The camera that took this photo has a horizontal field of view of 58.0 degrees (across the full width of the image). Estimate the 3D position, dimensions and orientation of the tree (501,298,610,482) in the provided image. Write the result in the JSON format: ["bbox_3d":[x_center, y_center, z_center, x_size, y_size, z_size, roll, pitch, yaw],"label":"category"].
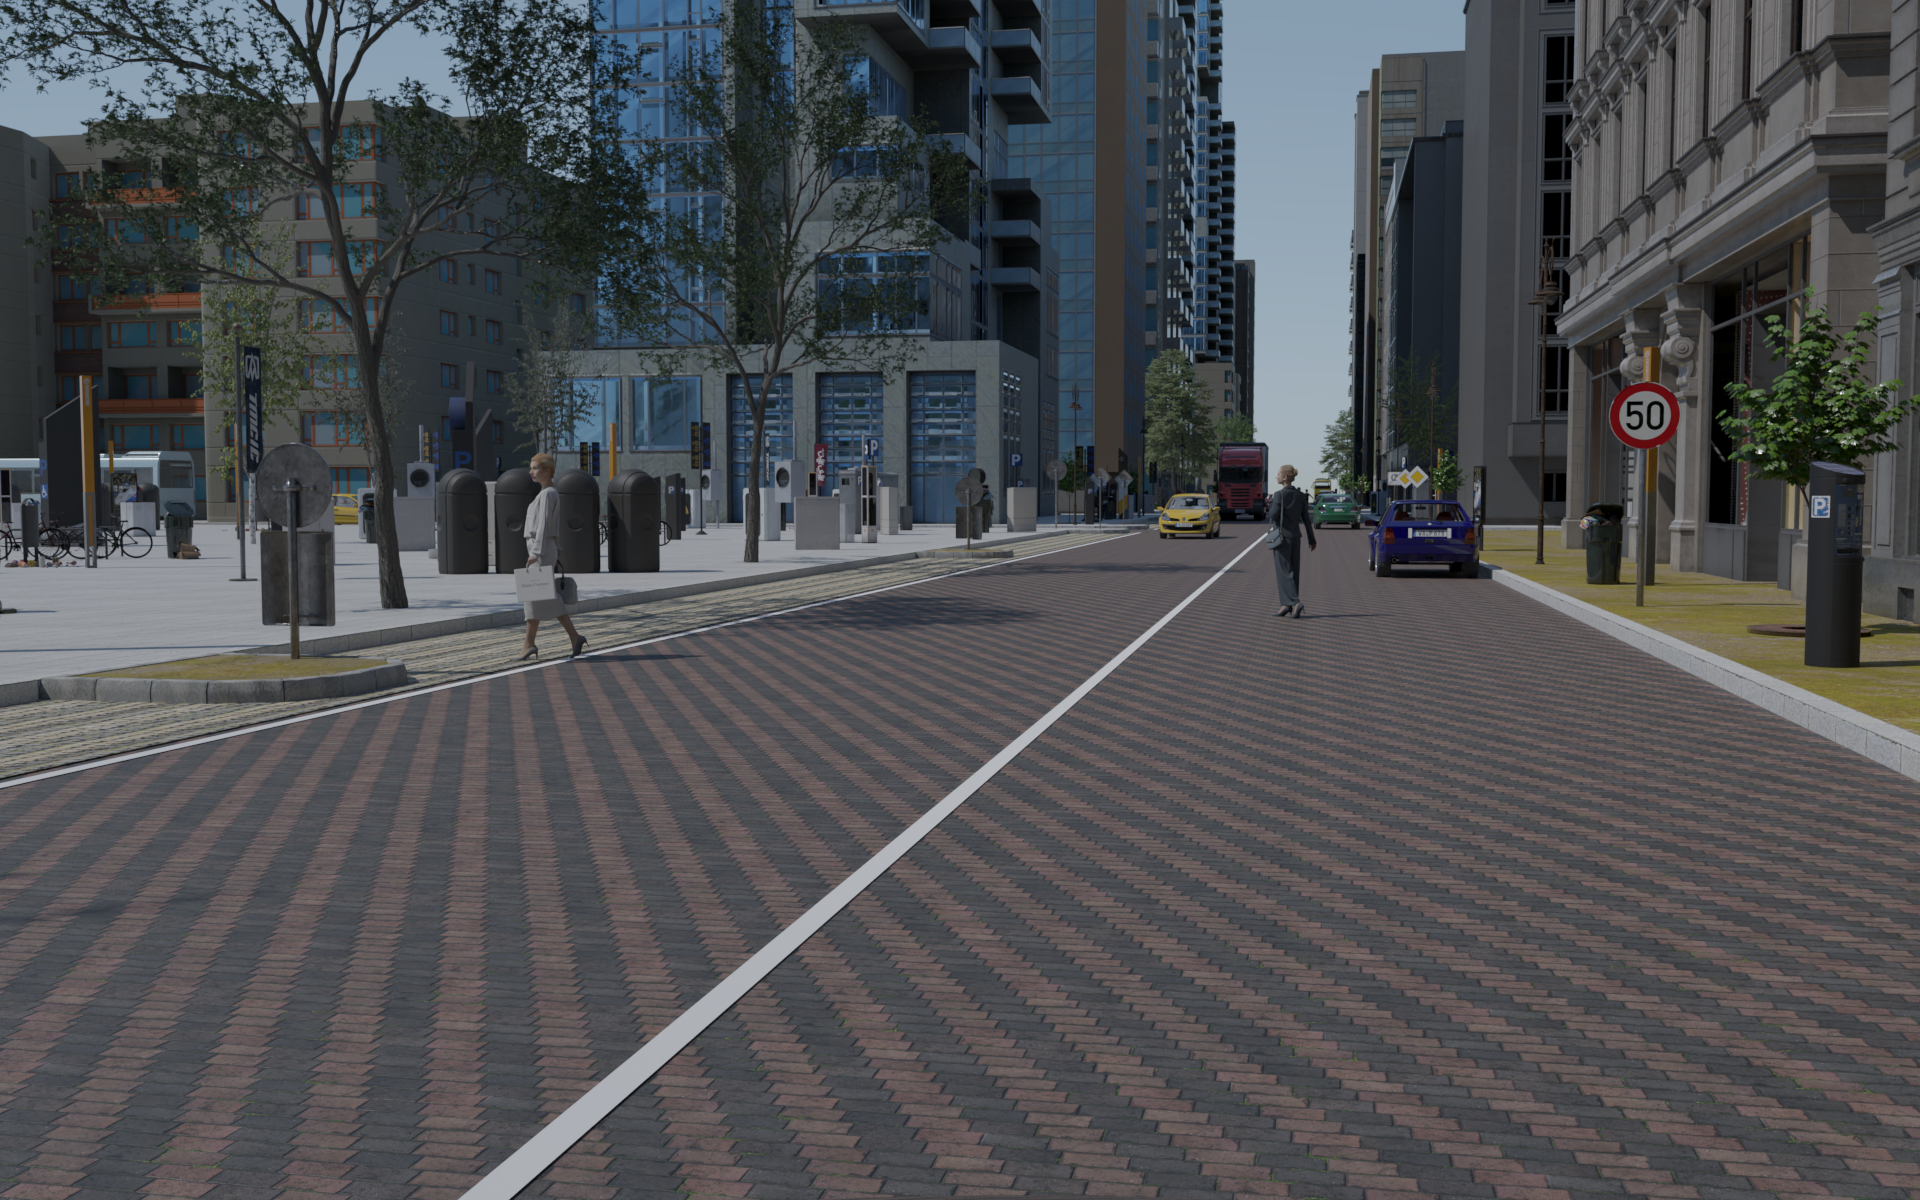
[{"bbox_3d":[-14.963,-6.916,63.433,4.360,8.622,3.978,0,3,0],"label":"tree"}]

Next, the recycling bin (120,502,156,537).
[{"bbox_3d":[-24.782,-2.427,52.235,0.722,1.027,0.722,2,4,34],"label":"recycling bin"}]

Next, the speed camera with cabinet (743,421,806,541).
[{"bbox_3d":[-5.065,-3.228,47.108,2.038,3.252,0.660,3,5,44],"label":"speed camera with cabinet"}]

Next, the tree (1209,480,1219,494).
[{"bbox_3d":[30.557,-12.802,203.905,1.663,3.219,1.824,0,3,0],"label":"tree"}]

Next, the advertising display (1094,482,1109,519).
[{"bbox_3d":[7.373,-5.237,90.839,0.974,1.923,0.123,3,5,43],"label":"advertising display"}]

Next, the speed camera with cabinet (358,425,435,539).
[{"bbox_3d":[-16.077,-3.368,49.402,2.038,3.252,0.660,-1,4,-8],"label":"speed camera with cabinet"}]

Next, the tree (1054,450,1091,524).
[{"bbox_3d":[4.863,-4.903,74.773,1.663,3.219,1.824,0,3,0],"label":"tree"}]

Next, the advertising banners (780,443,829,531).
[{"bbox_3d":[-5.546,-3.899,59.937,2.074,3.025,0.090,0,4,8],"label":"advertising banners"}]

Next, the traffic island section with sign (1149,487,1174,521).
[{"bbox_3d":[11.292,-5.198,93.607,1.989,1.847,2.006,1,4,11],"label":"traffic island section with sign"}]

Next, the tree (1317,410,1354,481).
[{"bbox_3d":[52.028,-19.260,233.019,7.486,12.596,7.792,0,3,0],"label":"tree"}]

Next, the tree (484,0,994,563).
[{"bbox_3d":[-3.867,-5.958,31.828,8.767,10.594,7.601,-1,4,-12],"label":"tree"}]

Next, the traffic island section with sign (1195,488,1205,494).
[{"bbox_3d":[16.682,-6.813,120.020,1.989,1.847,2.006,1,4,11],"label":"traffic island section with sign"}]

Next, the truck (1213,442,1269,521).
[{"bbox_3d":[15.738,-6.555,96.088,2.839,4.237,11.283,1,4,11],"label":"truck"}]

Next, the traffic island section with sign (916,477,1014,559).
[{"bbox_3d":[0.158,-1.866,39.138,1.989,1.847,2.006,1,4,11],"label":"traffic island section with sign"}]

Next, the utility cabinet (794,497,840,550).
[{"bbox_3d":[-3.292,-1.755,39.859,1.020,1.237,0.306,-1,4,-12],"label":"utility cabinet"}]

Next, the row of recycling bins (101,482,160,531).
[{"bbox_3d":[-29.415,-3.279,60.732,1.069,1.692,3.534,1,4,10],"label":"row of recycling bins"}]

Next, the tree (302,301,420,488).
[{"bbox_3d":[-22.310,-7.032,65.333,4.360,8.622,3.978,0,3,0],"label":"tree"}]

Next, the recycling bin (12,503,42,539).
[{"bbox_3d":[-26.465,-2.250,49.341,0.722,1.027,0.722,0,4,2],"label":"recycling bin"}]

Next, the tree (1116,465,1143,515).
[{"bbox_3d":[10.491,-6.775,105.371,1.663,3.219,1.824,0,3,0],"label":"tree"}]

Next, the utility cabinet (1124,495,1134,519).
[{"bbox_3d":[8.669,-4.786,89.409,0.306,1.237,1.020,-1,4,-12],"label":"utility cabinet"}]

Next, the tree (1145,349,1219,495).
[{"bbox_3d":[16.372,-13.318,135.877,7.486,12.596,7.792,0,3,0],"label":"tree"}]

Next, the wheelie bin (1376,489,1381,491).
[{"bbox_3d":[26.242,-6.150,108.461,0.693,1.594,0.980,3,4,36],"label":"wheelie bin"}]

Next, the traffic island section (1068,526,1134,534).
[{"bbox_3d":[5.105,-2.511,63.339,2.009,0.180,2.903,1,4,11],"label":"traffic island section"}]

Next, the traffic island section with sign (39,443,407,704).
[{"bbox_3d":[-5.219,-0.250,12.723,1.989,1.847,2.006,1,4,11],"label":"traffic island section with sign"}]

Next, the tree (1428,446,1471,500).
[{"bbox_3d":[19.359,-4.520,68.507,1.663,3.219,1.824,0,3,0],"label":"tree"}]

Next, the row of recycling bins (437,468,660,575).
[{"bbox_3d":[-6.674,-1.288,28.172,3.534,1.692,1.069,-1,4,-11],"label":"row of recycling bins"}]

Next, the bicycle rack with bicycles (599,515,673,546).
[{"bbox_3d":[-8.455,-1.818,43.101,2.925,0.926,2.852,1,4,18],"label":"bicycle rack with bicycles"}]

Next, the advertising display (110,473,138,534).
[{"bbox_3d":[-25.510,-2.915,52.866,0.123,1.923,0.974,1,4,19],"label":"advertising display"}]

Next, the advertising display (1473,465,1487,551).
[{"bbox_3d":[11.796,-2.087,39.340,0.123,1.923,0.974,0,4,7],"label":"advertising display"}]

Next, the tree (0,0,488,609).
[{"bbox_3d":[-6.651,-5.196,19.371,7.601,10.594,8.767,2,4,30],"label":"tree"}]

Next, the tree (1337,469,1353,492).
[{"bbox_3d":[50.705,-14.813,225.907,4.285,4.588,4.351,0,3,0],"label":"tree"}]

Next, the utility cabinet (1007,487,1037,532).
[{"bbox_3d":[2.057,-3.005,57.808,0.318,1.500,1.173,3,5,42],"label":"utility cabinet"}]

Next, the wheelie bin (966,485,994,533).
[{"bbox_3d":[0.673,-3.019,57.273,0.980,1.594,0.693,-1,4,-20],"label":"wheelie bin"}]

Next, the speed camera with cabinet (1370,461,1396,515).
[{"bbox_3d":[25.573,-6.751,104.720,0.660,3.252,2.038,-1,4,-16],"label":"speed camera with cabinet"}]

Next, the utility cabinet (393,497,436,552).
[{"bbox_3d":[-12.320,-1.693,38.846,1.020,1.237,0.306,-2,4,-28],"label":"utility cabinet"}]

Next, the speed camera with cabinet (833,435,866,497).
[{"bbox_3d":[-3.678,-3.918,58.401,0.660,3.252,2.038,-2,4,-25],"label":"speed camera with cabinet"}]

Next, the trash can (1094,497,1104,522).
[{"bbox_3d":[6.188,-4.110,78.850,0.748,1.137,0.748,0,3,0],"label":"trash can"}]

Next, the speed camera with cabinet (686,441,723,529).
[{"bbox_3d":[-9.692,-4.303,64.685,0.660,3.252,2.038,-3,5,-43],"label":"speed camera with cabinet"}]

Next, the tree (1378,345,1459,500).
[{"bbox_3d":[22.946,-8.333,86.600,4.737,8.622,4.395,0,3,0],"label":"tree"}]

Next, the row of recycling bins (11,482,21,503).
[{"bbox_3d":[-31.668,-2.939,55.170,3.534,1.692,1.069,0,4,1],"label":"row of recycling bins"}]

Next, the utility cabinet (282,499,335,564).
[{"bbox_3d":[-11.737,-1.228,31.240,0.306,1.237,1.020,1,4,22],"label":"utility cabinet"}]

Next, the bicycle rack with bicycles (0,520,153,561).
[{"bbox_3d":[-17.616,-1.286,34.402,2.925,0.926,2.852,-1,4,-16],"label":"bicycle rack with bicycles"}]

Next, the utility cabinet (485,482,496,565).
[{"bbox_3d":[-8.721,-1.375,31.165,1.173,1.500,0.318,2,4,27],"label":"utility cabinet"}]

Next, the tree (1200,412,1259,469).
[{"bbox_3d":[34.466,-17.957,219.347,9.928,11.665,9.643,0,3,0],"label":"tree"}]

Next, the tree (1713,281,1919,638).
[{"bbox_3d":[7.796,-1.306,15.955,1.663,3.219,1.824,0,3,0],"label":"tree"}]

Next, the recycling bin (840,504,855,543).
[{"bbox_3d":[-3.223,-2.030,45.738,0.722,1.027,0.722,1,4,15],"label":"recycling bin"}]

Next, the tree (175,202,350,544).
[{"bbox_3d":[-18.119,-5.757,44.481,4.737,8.622,4.395,0,3,0],"label":"tree"}]

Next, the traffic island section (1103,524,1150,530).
[{"bbox_3d":[6.702,-2.990,71.164,2.009,0.180,2.903,1,4,11],"label":"traffic island section"}]

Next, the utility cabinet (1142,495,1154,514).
[{"bbox_3d":[12.442,-6.327,114.606,0.306,1.237,1.020,3,5,44],"label":"utility cabinet"}]

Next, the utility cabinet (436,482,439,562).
[{"bbox_3d":[-9.755,-1.480,32.884,0.318,1.500,1.173,-1,4,-15],"label":"utility cabinet"}]

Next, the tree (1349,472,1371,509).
[{"bbox_3d":[34.461,-9.420,148.623,1.663,3.219,1.824,0,3,0],"label":"tree"}]

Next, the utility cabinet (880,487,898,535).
[{"bbox_3d":[-2.220,-2.806,54.551,0.318,1.500,1.173,-1,4,-16],"label":"utility cabinet"}]
